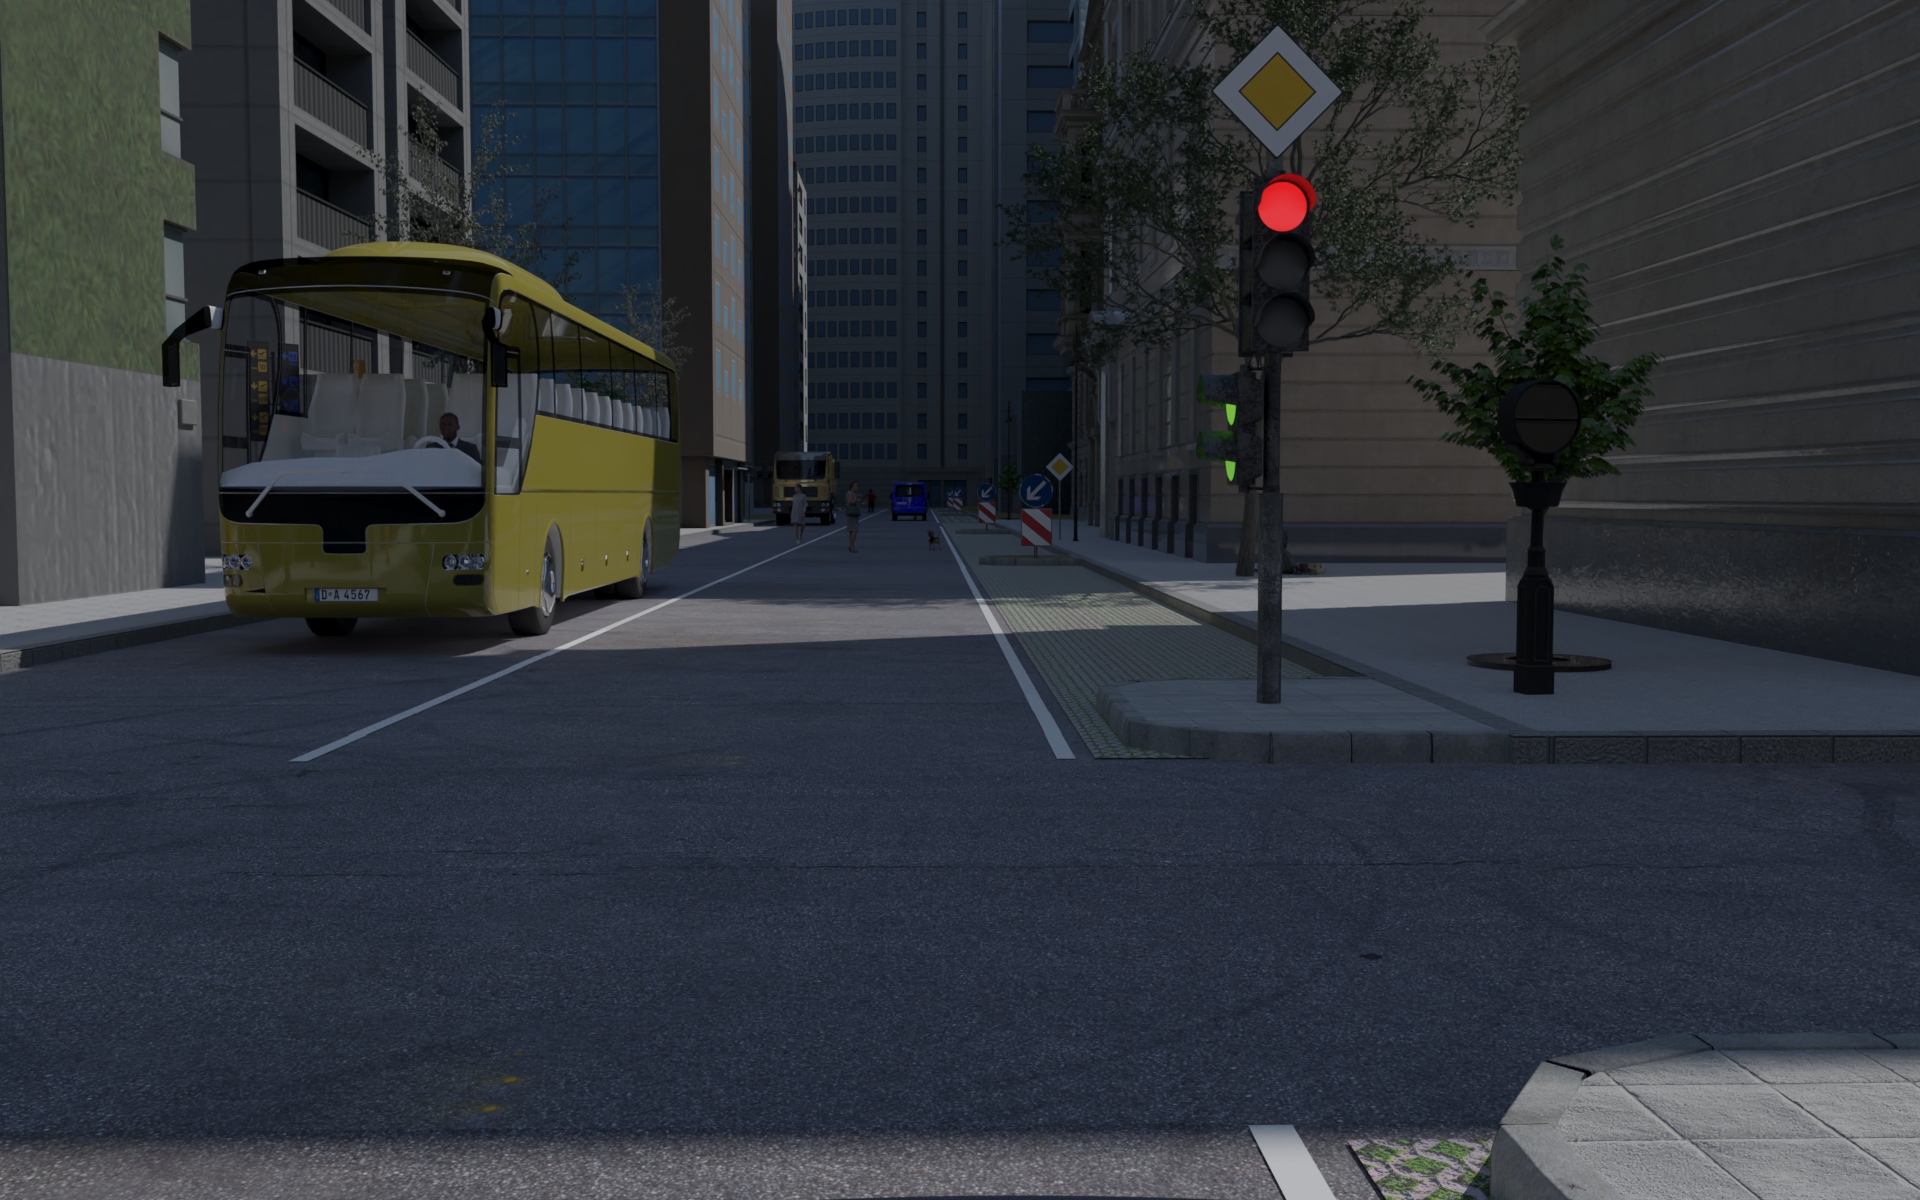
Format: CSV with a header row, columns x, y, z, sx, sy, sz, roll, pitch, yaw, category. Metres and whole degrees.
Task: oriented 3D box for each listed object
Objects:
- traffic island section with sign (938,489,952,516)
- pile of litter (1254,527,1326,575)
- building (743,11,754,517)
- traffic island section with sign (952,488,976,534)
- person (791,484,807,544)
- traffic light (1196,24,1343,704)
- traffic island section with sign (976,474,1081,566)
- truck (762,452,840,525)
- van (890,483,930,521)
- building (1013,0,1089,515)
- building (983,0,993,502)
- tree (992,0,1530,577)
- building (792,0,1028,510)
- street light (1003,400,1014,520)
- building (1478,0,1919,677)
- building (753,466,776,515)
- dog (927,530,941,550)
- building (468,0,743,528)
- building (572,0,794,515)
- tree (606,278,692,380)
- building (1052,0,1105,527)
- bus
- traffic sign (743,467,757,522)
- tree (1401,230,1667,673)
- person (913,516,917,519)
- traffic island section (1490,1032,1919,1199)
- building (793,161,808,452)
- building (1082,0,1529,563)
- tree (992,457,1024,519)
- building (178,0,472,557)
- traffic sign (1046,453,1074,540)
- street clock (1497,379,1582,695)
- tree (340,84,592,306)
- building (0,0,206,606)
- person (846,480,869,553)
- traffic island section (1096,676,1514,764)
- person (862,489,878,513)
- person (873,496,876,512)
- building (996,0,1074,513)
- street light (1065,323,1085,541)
x,y,z,sx,sy,sz,roll,pitch,yaw,category
-0.275,-6.391,113.119,1.989,1.847,2.006,0,4,-1,traffic island section with sign
5.326,-0.871,28.203,1.176,0.858,1.719,0,4,-2,pile of litter
-18.803,-19.602,92.201,14.160,30.474,14.107,0,4,-1,building
0.830,-3.277,62.200,1.989,1.847,2.006,0,4,-1,traffic island section with sign
-4.674,-2.501,50.134,0.466,1.731,0.760,-1,4,-10,person
1.882,-1.322,10.543,0.839,4.253,0.868,0,4,-1,traffic light
1.393,-1.628,35.251,1.989,1.847,2.006,0,4,-1,traffic island section with sign
-7.232,-5.213,81.162,3.469,3.379,9.791,0,4,-2,truck
-2.735,-5.481,93.994,2.240,2.365,5.245,0,4,-1,van
15.107,-48.208,100.865,22.319,86.520,31.000,0,4,-1,building
9.448,-30.782,153.398,14.600,45.320,14.200,0,4,-1,building
4.564,-5.626,26.402,8.767,10.594,7.601,-2,4,-23,tree
-7.950,-38.991,179.501,28.212,58.520,21.231,0,4,-1,building
2.395,-6.864,85.018,0.468,5.910,1.993,0,4,-1,street light
15.890,-11.415,15.521,19.941,23.489,11.050,0,4,-1,building
-27.208,-25.618,110.743,32.217,40.220,23.993,0,4,-1,building
-0.669,-1.526,44.242,0.540,0.507,0.406,2,4,26,dog
-16.160,-25.667,69.768,14.600,45.320,14.200,0,4,-1,building
-19.953,-29.341,129.835,14.600,45.320,14.200,0,4,-1,building
-11.084,-6.628,58.733,4.360,8.622,3.978,0,3,0,tree
11.010,-15.260,68.578,14.460,24.649,34.723,0,4,-1,building
-5.451,-1.788,20.779,2.896,3.916,12.252,0,4,-1,bus
-9.850,-4.939,80.855,0.768,2.556,0.104,1,4,8,traffic sign
4.400,-1.109,12.742,1.663,3.219,1.824,0,3,0,tree
-2.632,-5.252,97.608,0.697,1.427,0.421,1,4,20,person
2.093,1.199,2.675,2.009,0.180,2.903,0,4,-1,traffic island section
-20.654,-23.316,152.914,14.107,30.474,14.160,0,4,-1,building
10.579,-15.606,41.070,13.634,28.700,20.117,0,4,-1,building
2.445,-5.739,88.431,1.663,3.219,1.824,0,3,0,tree
-21.952,-37.018,43.491,20.563,71.187,20.611,0,4,-1,building
2.790,-2.888,48.396,0.795,2.450,0.064,0,4,4,traffic sign
3.695,-0.399,11.096,0.471,2.002,0.358,-1,4,-10,street clock
-9.166,-5.005,32.188,4.360,8.622,3.978,0,3,0,tree
-17.736,-20.374,16.708,14.154,41.232,14.086,0,4,-1,building
-2.563,-2.057,42.495,0.532,1.782,0.716,1,4,16,person
1.922,0.711,10.658,2.009,0.180,2.903,0,4,-1,traffic island section
-6.831,-7.554,131.950,1.348,1.831,0.705,-2,4,-28,person
-7.089,-7.905,141.009,0.557,1.426,1.065,2,4,34,person
12.974,-36.050,131.412,21.231,58.520,28.212,0,4,-1,building
3.144,-4.535,46.930,0.468,5.910,1.993,0,4,-1,street light
